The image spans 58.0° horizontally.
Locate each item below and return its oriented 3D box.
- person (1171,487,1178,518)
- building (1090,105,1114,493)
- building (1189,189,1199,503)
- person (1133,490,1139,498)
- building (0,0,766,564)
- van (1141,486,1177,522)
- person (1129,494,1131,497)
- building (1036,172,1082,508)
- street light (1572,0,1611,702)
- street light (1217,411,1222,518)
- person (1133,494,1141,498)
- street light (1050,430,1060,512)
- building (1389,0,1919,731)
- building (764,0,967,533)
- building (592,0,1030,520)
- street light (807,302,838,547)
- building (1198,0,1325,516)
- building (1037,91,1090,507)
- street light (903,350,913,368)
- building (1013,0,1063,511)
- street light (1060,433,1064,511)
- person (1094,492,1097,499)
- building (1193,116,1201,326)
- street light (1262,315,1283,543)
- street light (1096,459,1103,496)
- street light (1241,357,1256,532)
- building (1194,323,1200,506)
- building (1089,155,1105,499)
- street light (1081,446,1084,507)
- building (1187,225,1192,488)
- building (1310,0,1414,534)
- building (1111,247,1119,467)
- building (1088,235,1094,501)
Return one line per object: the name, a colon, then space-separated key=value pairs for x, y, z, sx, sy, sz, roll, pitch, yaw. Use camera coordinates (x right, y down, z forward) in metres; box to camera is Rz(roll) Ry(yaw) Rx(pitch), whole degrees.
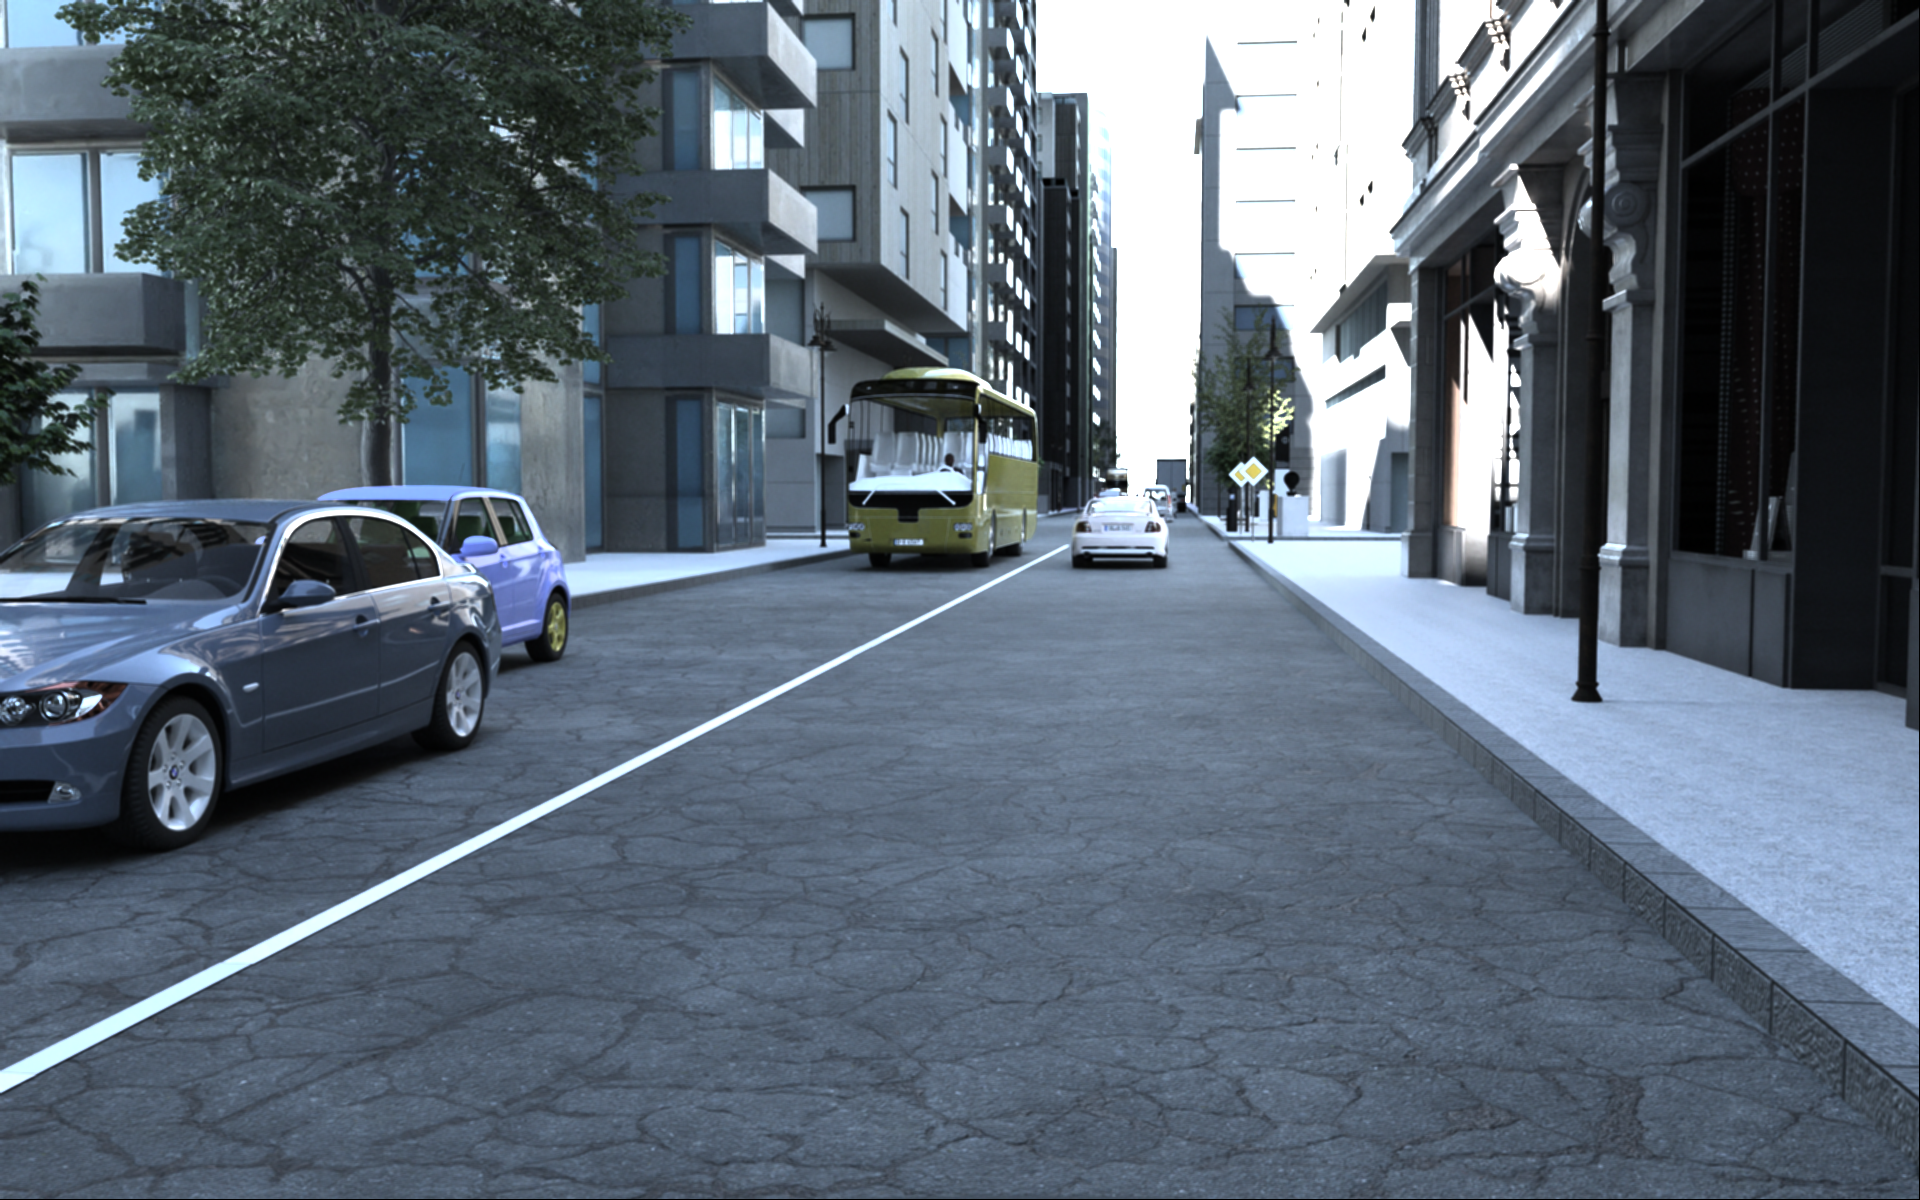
person: x=12.881 y=-5.865 z=104.277 sx=0.514 sy=1.842 sz=0.818 roll=2 pitch=4 yaw=32
building: x=11.667 y=-43.794 z=258.029 sx=21.231 sy=58.520 sz=28.212 roll=0 pitch=4 yaw=7
building: x=45.368 y=-38.865 z=259.136 sx=21.300 sy=48.544 sz=21.600 roll=0 pitch=4 yaw=7
person: x=17.625 y=-10.109 z=173.644 sx=0.599 sy=1.838 sz=0.709 roll=0 pitch=4 yaw=-5
building: x=-19.138 y=-25.582 z=37.880 sx=30.456 sy=49.044 sz=23.786 roll=0 pitch=4 yaw=7
van: x=10.157 y=-5.043 z=89.457 sx=2.013 sy=2.044 sz=4.112 roll=1 pitch=4 yaw=8
person: x=25.975 y=-15.526 z=265.573 sx=0.991 sy=1.433 sz=0.599 roll=-2 pitch=4 yaw=-28
building: x=3.733 y=-23.636 z=158.150 sx=14.160 sy=30.474 sz=14.107 roll=0 pitch=4 yaw=7
street light: x=3.891 y=-2.311 z=10.571 sx=0.468 sy=5.910 sz=1.993 roll=0 pitch=4 yaw=7
street light: x=13.983 y=-7.371 z=93.310 sx=0.468 sy=5.910 sz=1.993 roll=0 pitch=4 yaw=7
person: x=22.196 y=-12.701 z=216.175 sx=1.348 sy=1.822 sz=0.705 roll=1 pitch=4 yaw=21
street light: x=6.718 y=-9.293 z=124.735 sx=0.468 sy=5.910 sz=1.993 roll=0 pitch=4 yaw=7
building: x=11.191 y=-10.639 z=24.858 sx=10.553 sy=20.767 sz=40.483 roll=0 pitch=4 yaw=7
building: x=-14.274 y=-29.327 z=68.741 sx=28.713 sy=52.752 sz=27.495 roll=0 pitch=4 yaw=7
building: x=-7.214 y=-30.152 z=112.594 sx=23.786 sy=49.044 sz=30.456 roll=0 pitch=4 yaw=7
street light: x=-3.317 y=-4.225 z=41.861 sx=0.468 sy=5.910 sz=1.993 roll=0 pitch=4 yaw=7
building: x=26.278 y=-34.885 z=112.369 sx=21.231 sy=58.520 sz=28.212 roll=0 pitch=4 yaw=7
building: x=5.505 y=-29.859 z=171.781 sx=14.154 sy=41.232 sz=14.086 roll=0 pitch=4 yaw=7
street light: x=-1.659 y=-5.054 z=55.422 sx=0.468 sy=5.910 sz=1.993 roll=0 pitch=4 yaw=7
building: x=-2.084 y=-42.918 z=139.958 sx=20.563 sy=71.187 sz=20.611 roll=0 pitch=4 yaw=7
street light: x=7.616 y=-9.702 z=131.417 sx=0.468 sy=5.910 sz=1.993 roll=0 pitch=4 yaw=7
person: x=16.442 y=-12.239 z=209.282 sx=0.551 sy=1.740 sz=0.621 roll=-1 pitch=4 yaw=-21
building: x=45.904 y=-39.437 z=234.037 sx=28.713 sy=52.752 sz=27.495 roll=0 pitch=4 yaw=7
street light: x=8.077 y=-4.408 z=44.856 sx=0.468 sy=5.910 sz=1.993 roll=0 pitch=4 yaw=7
street light: x=15.914 y=-13.897 z=199.997 sx=0.468 sy=5.910 sz=1.993 roll=0 pitch=4 yaw=7
street light: x=9.741 y=-5.249 z=58.605 sx=0.468 sy=5.910 sz=1.993 roll=0 pitch=4 yaw=7
building: x=39.626 y=-20.992 z=188.253 sx=27.650 sy=21.520 sz=28.899 roll=0 pitch=4 yaw=7
building: x=6.962 y=-37.250 z=228.644 sx=23.786 sy=49.044 sz=30.456 roll=0 pitch=4 yaw=7
street light: x=11.701 y=-11.800 z=165.715 sx=0.468 sy=5.910 sz=1.993 roll=0 pitch=4 yaw=7
building: x=43.870 y=-38.430 z=278.435 sx=14.600 sy=45.320 sz=14.200 roll=0 pitch=4 yaw=7
building: x=27.240 y=-29.033 z=63.929 sx=27.495 sy=52.752 sz=28.713 roll=0 pitch=4 yaw=7
building: x=18.184 y=-36.421 z=279.074 sx=14.154 sy=41.232 sz=14.086 roll=0 pitch=4 yaw=7
building: x=7.056 y=-25.345 z=186.095 sx=14.160 sy=30.474 sz=14.107 roll=0 pitch=4 yaw=7
